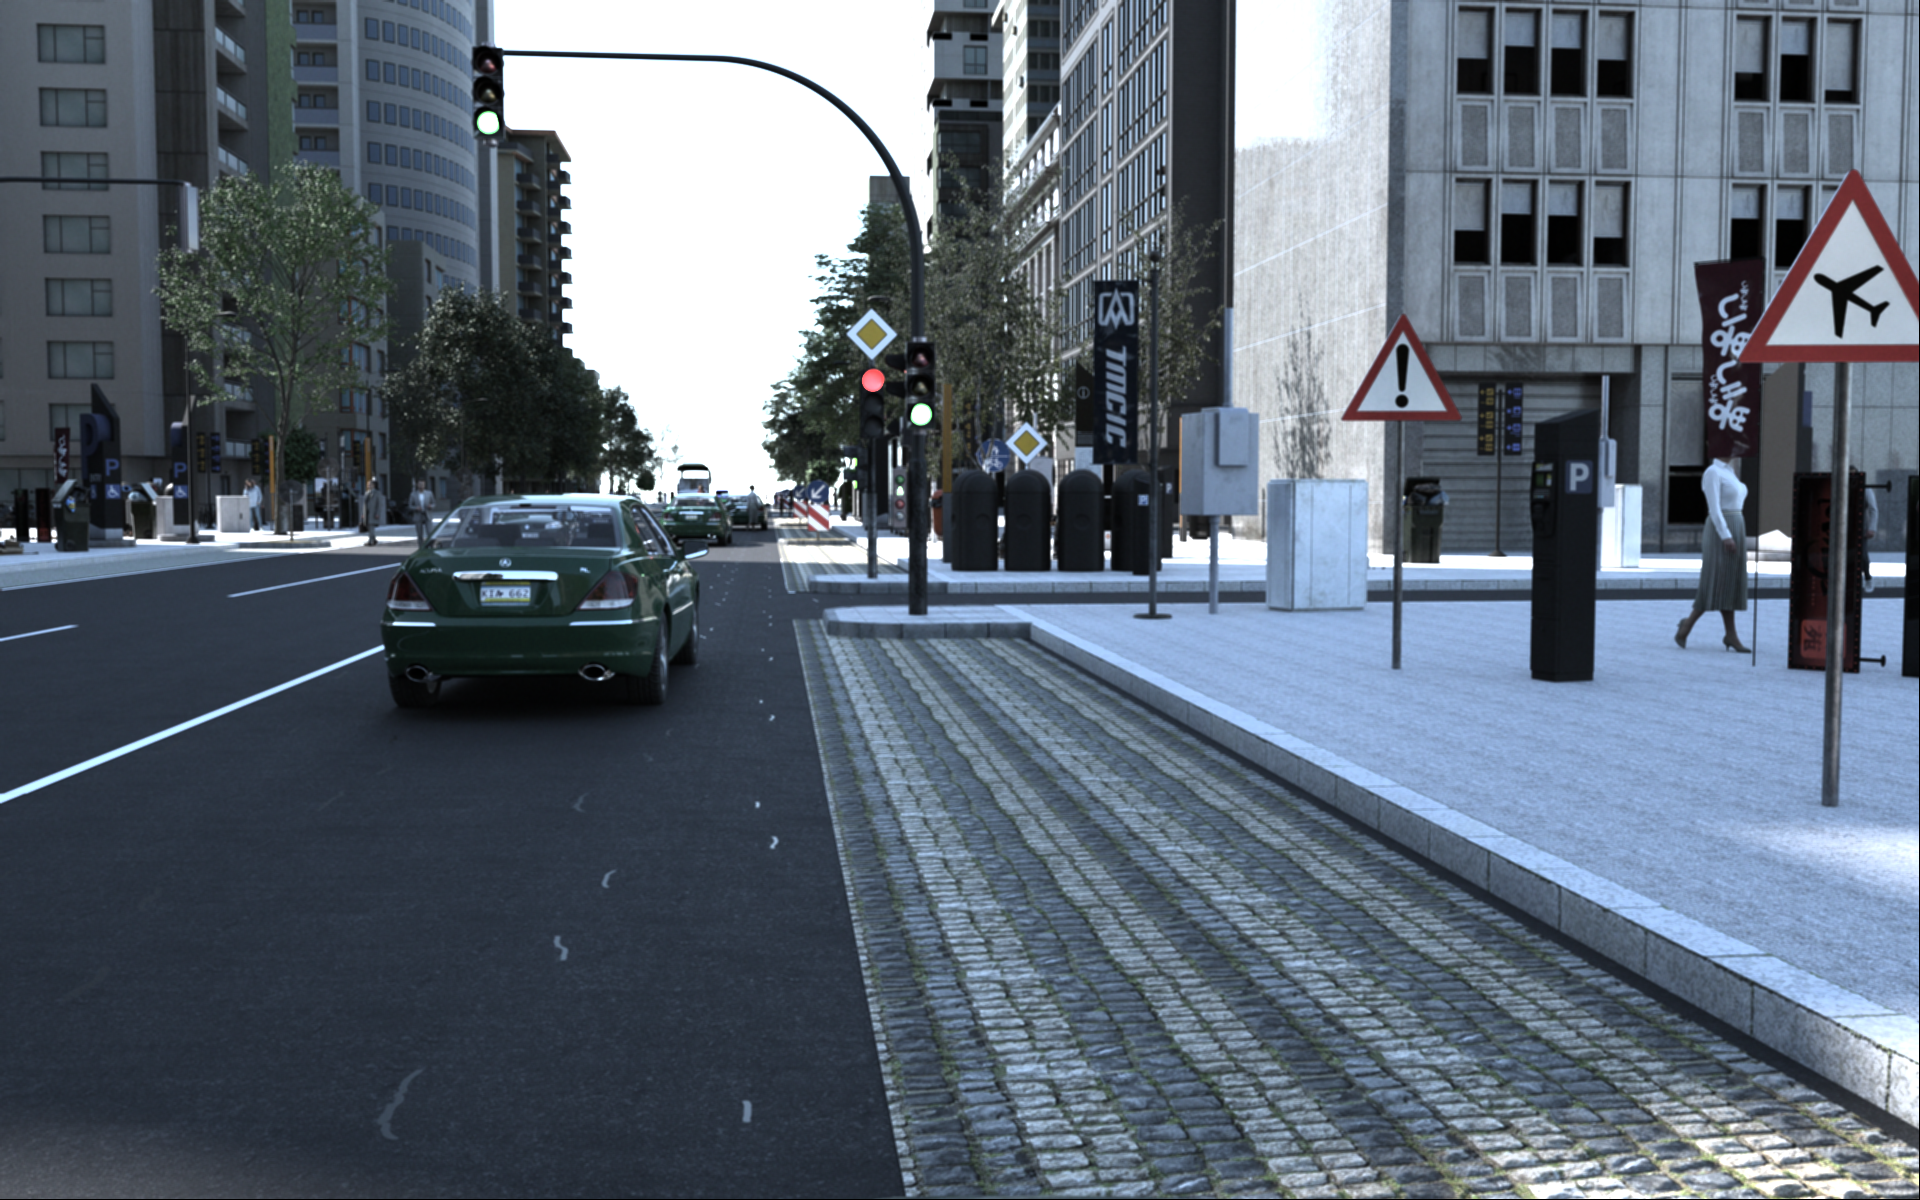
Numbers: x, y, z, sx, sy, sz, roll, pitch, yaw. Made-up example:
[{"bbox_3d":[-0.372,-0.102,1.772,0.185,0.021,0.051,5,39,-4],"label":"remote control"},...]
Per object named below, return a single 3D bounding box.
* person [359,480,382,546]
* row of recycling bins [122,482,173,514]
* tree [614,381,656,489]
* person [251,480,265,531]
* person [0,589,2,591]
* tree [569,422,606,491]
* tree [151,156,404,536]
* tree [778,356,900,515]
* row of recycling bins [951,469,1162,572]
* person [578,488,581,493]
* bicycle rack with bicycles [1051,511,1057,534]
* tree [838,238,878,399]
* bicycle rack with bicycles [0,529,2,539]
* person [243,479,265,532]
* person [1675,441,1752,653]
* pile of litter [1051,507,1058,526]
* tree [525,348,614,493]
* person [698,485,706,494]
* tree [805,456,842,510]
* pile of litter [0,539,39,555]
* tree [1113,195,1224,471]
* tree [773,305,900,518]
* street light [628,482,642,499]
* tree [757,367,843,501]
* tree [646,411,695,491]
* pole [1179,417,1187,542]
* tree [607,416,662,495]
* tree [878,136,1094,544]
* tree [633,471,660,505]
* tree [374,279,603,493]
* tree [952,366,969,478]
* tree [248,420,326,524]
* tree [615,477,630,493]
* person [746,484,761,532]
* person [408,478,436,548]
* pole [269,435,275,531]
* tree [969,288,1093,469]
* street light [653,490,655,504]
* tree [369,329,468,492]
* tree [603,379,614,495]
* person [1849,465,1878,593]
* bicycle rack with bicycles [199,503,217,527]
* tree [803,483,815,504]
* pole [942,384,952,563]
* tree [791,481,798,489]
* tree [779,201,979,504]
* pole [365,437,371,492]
[{"bbox_3d":[-16.246,-2.392,47.708,0.694,1.812,0.767,2,4,23],"label":"person"},{"bbox_3d":[-33.152,-3.775,68.838,1.069,1.692,3.534,2,4,29],"label":"row of recycling bins"},{"bbox_3d":[-34.880,-15.650,172.888,9.611,12.733,9.660,0,3,0],"label":"tree"},{"bbox_3d":[-24.505,-3.280,60.071,0.661,1.777,0.834,0,4,0],"label":"person"},{"bbox_3d":[-9.971,-0.202,17.308,0.738,1.151,1.012,0,4,-2],"label":"person"},{"bbox_3d":[-31.967,-11.962,145.934,4.737,8.622,4.395,0,3,0],"label":"tree"},{"bbox_3d":[-20.839,-7.795,53.202,9.928,11.665,9.643,0,3,0],"label":"tree"},{"bbox_3d":[-7.052,-10.564,107.130,8.767,10.594,7.601,-1,4,-11],"label":"tree"},{"bbox_3d":[1.609,-1.337,28.969,3.534,1.692,1.069,0,4,3],"label":"row of recycling bins"},{"bbox_3d":[-32.405,-8.671,147.775,0.705,1.831,1.348,-1,4,-12],"label":"person"},{"bbox_3d":[3.296,-2.528,54.710,2.852,0.926,2.925,2,4,30],"label":"bicycle rack with bicycles"},{"bbox_3d":[-0.893,-5.755,44.461,4.360,8.622,3.978,0,3,0],"label":"tree"},{"bbox_3d":[-25.036,-1.776,42.413,2.925,0.926,2.852,-1,4,-11],"label":"bicycle rack with bicycles"},{"bbox_3d":[-24.144,-3.238,59.244,0.793,1.790,0.793,-3,5,-42],"label":"person"},{"bbox_3d":[6.169,-0.482,14.158,0.478,1.798,0.641,-2,4,-33],"label":"person"},{"bbox_3d":[4.005,-3.422,69.912,1.176,0.858,1.719,-3,5,-45],"label":"pile of litter"},{"bbox_3d":[-30.554,-13.211,134.128,7.486,12.596,7.792,0,3,0],"label":"tree"},{"bbox_3d":[-11.725,-4.285,78.537,0.573,1.828,0.580,-3,4,-37],"label":"person"},{"bbox_3d":[-11.370,-9.782,143.654,4.285,4.588,4.351,0,3,0],"label":"tree"},{"bbox_3d":[-20.350,-1.382,36.560,1.719,0.858,1.176,-3,4,-38],"label":"pile of litter"},{"bbox_3d":[4.748,-5.684,43.299,4.360,8.622,3.978,0,3,0],"label":"tree"},{"bbox_3d":[-5.933,-10.354,95.043,9.928,11.665,9.643,0,3,0],"label":"tree"},{"bbox_3d":[-34.640,-12.909,183.596,1.470,5.913,1.316,0,4,-6],"label":"street light"},{"bbox_3d":[-15.257,-16.102,169.919,9.857,13.997,8.962,0,3,0],"label":"tree"},{"bbox_3d":[-44.452,-21.218,257.279,12.009,13.543,11.850,0,3,0],"label":"tree"},{"bbox_3d":[5.948,-3.194,46.064,0.158,3.312,0.155,0,3,0],"label":"pole"},{"bbox_3d":[-37.037,-15.943,195.076,7.601,10.594,8.767,-3,4,-36],"label":"tree"},{"bbox_3d":[0.470,-5.255,36.287,4.360,8.622,3.978,0,3,0],"label":"tree"},{"bbox_3d":[-38.605,-14.046,213.359,4.285,4.588,4.351,0,3,0],"label":"tree"},{"bbox_3d":[-26.212,-10.728,92.415,9.611,12.733,9.660,0,3,0],"label":"tree"},{"bbox_3d":[-0.038,-8.009,81.302,4.737,8.622,4.395,0,3,0],"label":"tree"},{"bbox_3d":[-28.751,-5.539,74.276,4.285,4.588,4.351,0,3,0],"label":"tree"},{"bbox_3d":[-36.754,-11.887,188.955,1.663,3.219,1.824,0,3,0],"label":"tree"},{"bbox_3d":[-7.934,-3.503,65.994,0.641,1.798,0.478,-3,5,-42],"label":"person"},{"bbox_3d":[-12.261,-1.885,39.526,0.606,1.804,0.583,-1,4,-22],"label":"person"},{"bbox_3d":[-23.918,-4.061,60.237,0.158,3.312,0.155,0,3,0],"label":"pole"},{"bbox_3d":[2.822,-6.866,62.619,4.737,8.622,4.395,0,3,0],"label":"tree"},{"bbox_3d":[-36.963,-14.135,203.650,1.470,5.913,1.316,0,4,-6],"label":"street light"},{"bbox_3d":[-24.539,-7.828,78.352,4.360,8.622,3.978,0,3,0],"label":"tree"},{"bbox_3d":[-27.811,-11.824,110.330,9.611,12.733,9.660,0,3,0],"label":"tree"},{"bbox_3d":[12.839,-1.012,24.886,0.795,1.843,0.661,-3,5,-44],"label":"person"},{"bbox_3d":[-30.036,-3.341,68.007,2.852,0.926,2.925,0,4,-1],"label":"bicycle rack with bicycles"},{"bbox_3d":[-12.779,-9.663,152.589,1.663,3.219,1.824,0,3,0],"label":"tree"},{"bbox_3d":[-0.241,-2.343,32.158,0.158,3.312,0.155,0,3,0],"label":"pole"},{"bbox_3d":[-19.235,-13.016,207.418,1.663,3.219,1.824,0,3,0],"label":"tree"},{"bbox_3d":[-2.858,-9.175,68.140,7.486,12.596,7.792,0,3,0],"label":"tree"},{"bbox_3d":[-21.309,-4.192,62.389,0.158,3.312,0.155,0,3,0],"label":"pole"}]
